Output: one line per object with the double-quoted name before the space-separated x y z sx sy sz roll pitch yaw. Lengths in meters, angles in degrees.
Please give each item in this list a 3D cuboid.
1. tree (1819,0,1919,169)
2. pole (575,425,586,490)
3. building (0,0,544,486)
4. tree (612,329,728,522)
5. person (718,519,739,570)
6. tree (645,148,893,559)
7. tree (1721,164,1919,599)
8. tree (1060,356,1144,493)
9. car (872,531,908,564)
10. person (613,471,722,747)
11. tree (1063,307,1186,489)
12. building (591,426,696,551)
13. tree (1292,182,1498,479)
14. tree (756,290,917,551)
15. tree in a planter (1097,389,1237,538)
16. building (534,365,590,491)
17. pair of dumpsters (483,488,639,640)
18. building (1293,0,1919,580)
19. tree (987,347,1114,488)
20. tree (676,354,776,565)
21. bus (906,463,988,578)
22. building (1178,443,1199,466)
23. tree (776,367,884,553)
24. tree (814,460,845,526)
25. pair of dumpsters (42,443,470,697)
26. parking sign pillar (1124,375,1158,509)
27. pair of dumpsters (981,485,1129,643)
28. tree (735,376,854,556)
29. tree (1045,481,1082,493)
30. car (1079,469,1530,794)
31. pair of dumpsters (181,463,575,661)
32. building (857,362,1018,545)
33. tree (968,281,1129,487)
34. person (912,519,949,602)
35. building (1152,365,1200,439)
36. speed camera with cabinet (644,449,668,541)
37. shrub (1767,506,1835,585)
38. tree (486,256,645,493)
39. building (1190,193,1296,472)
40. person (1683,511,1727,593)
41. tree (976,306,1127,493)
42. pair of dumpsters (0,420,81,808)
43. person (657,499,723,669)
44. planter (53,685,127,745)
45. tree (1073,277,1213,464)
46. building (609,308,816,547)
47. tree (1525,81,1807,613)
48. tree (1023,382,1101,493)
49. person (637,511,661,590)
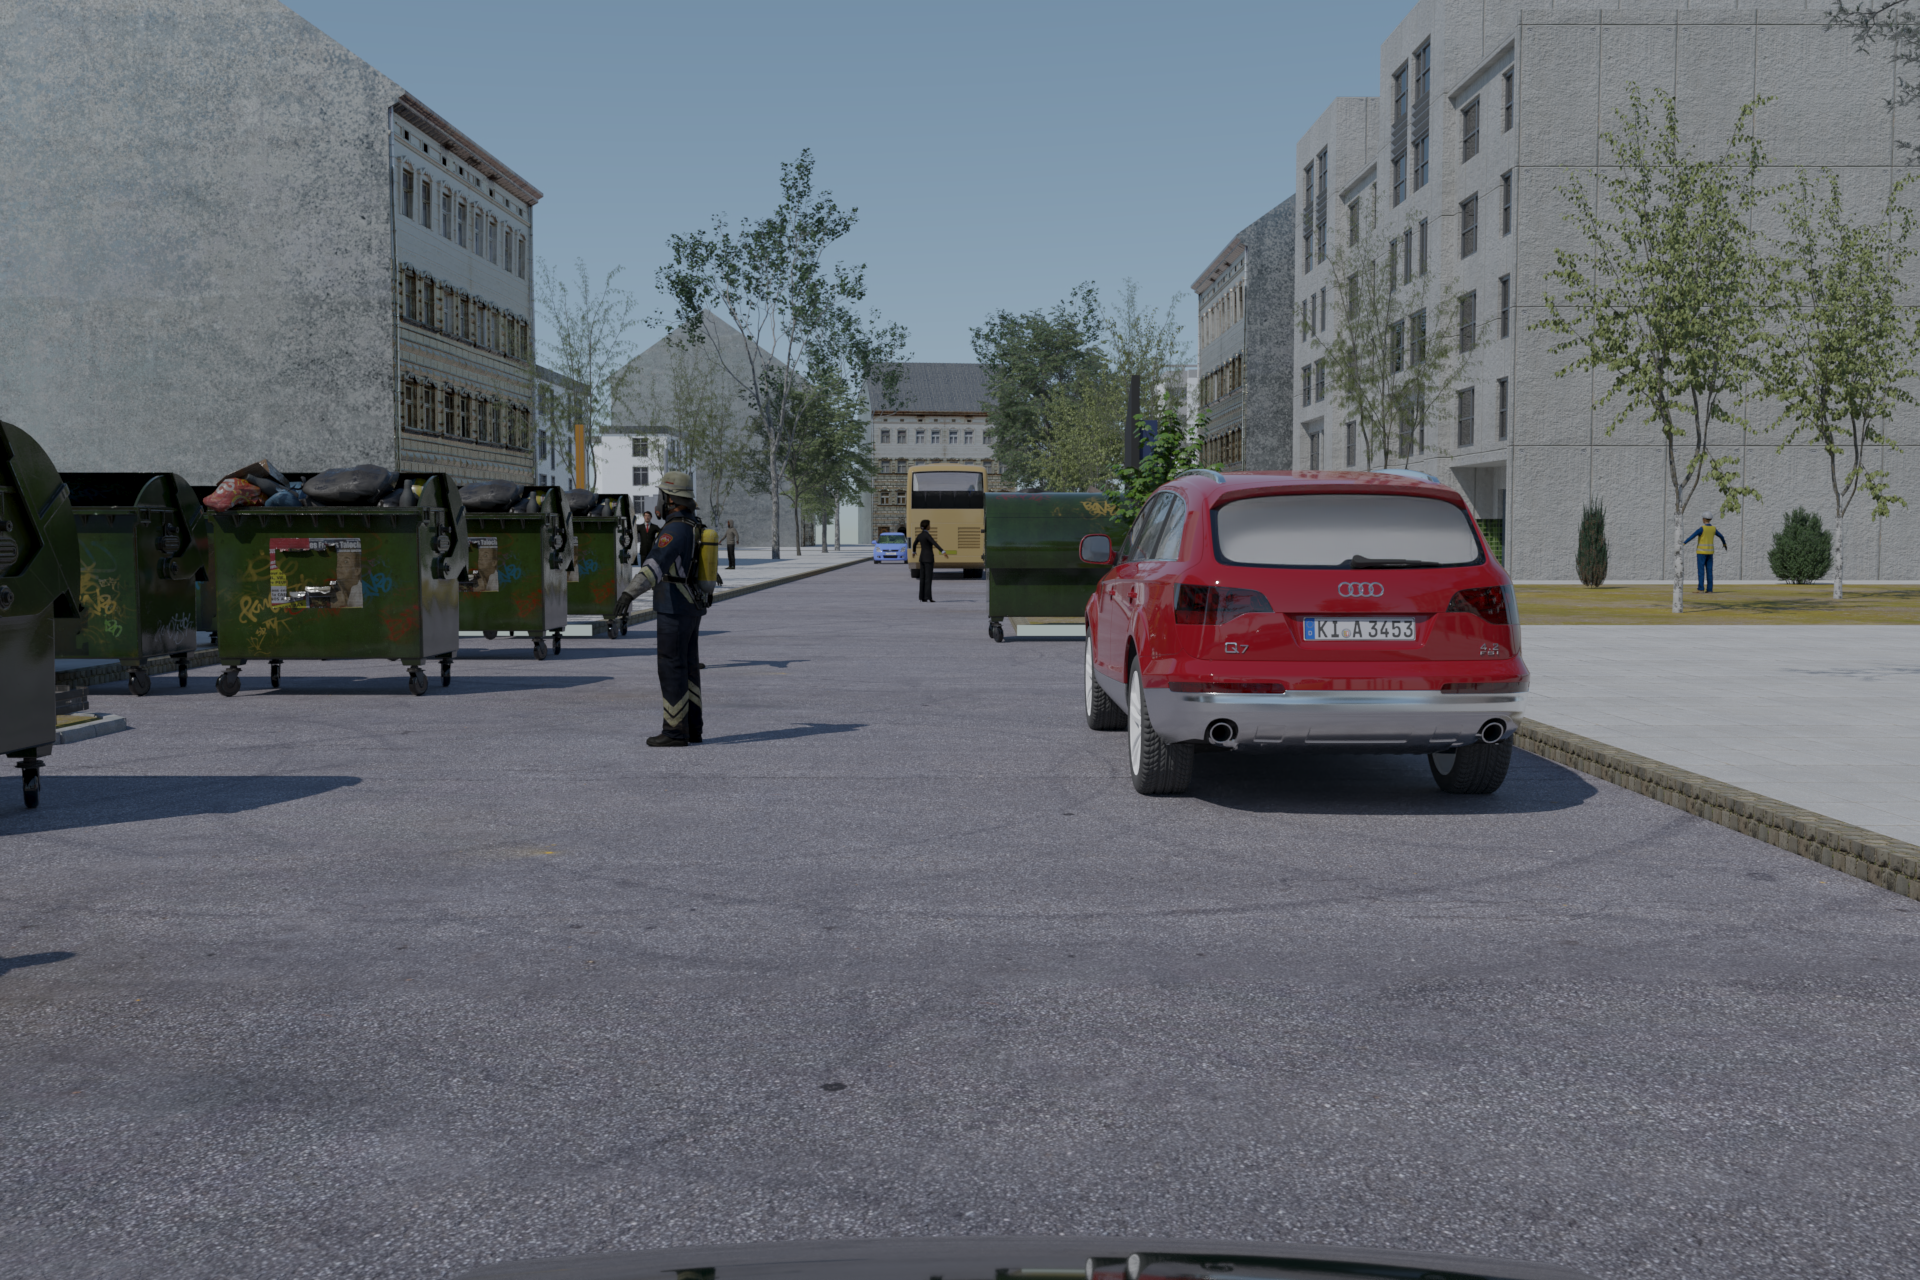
"tree" 8.436 -6.076 9.705 12.009 13.543 11.850 0 3 0
"pole" -7.087 -2.359 32.413 0.158 3.312 0.155 0 3 0
"building" -28.429 -14.523 68.387 19.493 23.208 18.063 0 4 1
"tree" -9.881 -6.821 61.880 4.360 8.622 3.978 0 3 0
"person" -8.298 -3.451 62.546 0.705 1.813 1.348 -3 4 -38
"tree" -9.490 -14.138 87.047 12.611 20.169 13.585 0 3 0
"tree" 17.198 -5.112 33.938 4.737 8.622 4.395 0 3 0
"tree" 5.729 -7.461 72.355 4.360 8.622 3.978 0 3 0
"car" -3.279 -4.547 83.940 1.945 1.707 3.694 0 4 0
"person" -1.939 -0.217 11.778 0.705 1.856 1.354 1 4 17
"tree" 5.535 -6.507 56.758 4.737 8.622 4.395 0 3 0
"building" -27.009 -12.621 148.498 9.099 9.664 28.070 0 4 1
"tree" 8.882 -5.286 36.793 4.360 8.622 3.978 0 3 0
"tree" -9.225 -16.850 131.388 12.611 20.169 13.585 0 3 0
"tree in a planter" 2.603 -1.479 21.412 1.991 3.239 1.994 0 4 0
"building" -25.450 -9.556 98.387 9.099 9.664 28.070 0 3 0
"pair of dumpsters" -6.757 -1.158 23.889 4.436 2.255 1.574 0 4 0
"building" 23.563 -12.028 63.119 16.747 18.905 31.486 0 3 0
"tree" 6.180 -12.347 112.244 12.009 13.543 11.850 0 3 0
"tree" -10.255 -7.391 71.203 4.360 8.622 3.978 0 3 0
"bus" -0.485 -4.143 59.287 2.896 3.916 12.252 0 4 -1
"building" 23.138 -13.307 159.723 9.099 9.664 28.070 0 4 0
"tree" -9.052 -12.173 117.150 7.486 12.596 7.792 0 3 0
"tree" -19.127 -19.208 220.711 9.857 13.997 8.962 0 3 0
"pair of dumpsters" -6.831 -0.655 15.664 4.436 2.255 1.574 0 3 0
"parking sign pillar" 3.110 -2.542 30.040 1.447 3.967 1.447 0 4 0
"pair of dumpsters" 2.496 -1.127 23.379 4.436 2.255 1.574 0 4 -1
"tree" -9.863 -10.255 102.075 7.601 10.594 8.767 -1 4 -10
"tree" 13.703 -17.750 215.972 9.928 11.665 9.643 0 3 0
"car" 1.952 -0.147 11.078 2.281 1.827 5.304 0 4 0
"pair of dumpsters" -6.792 -0.918 19.968 4.436 2.255 1.574 0 4 0
"building" -3.204 -23.686 220.655 18.063 23.208 19.493 -1 4 -8
"tree" 7.303 -16.706 129.033 12.611 20.169 13.585 0 3 0
"person" -0.646 -1.664 36.381 0.721 1.740 1.216 -3 4 -37
"building" 26.007 -20.381 189.652 16.016 20.090 11.380 0 4 0
"speed camera with cabinet" -6.997 -2.850 40.930 0.660 3.252 2.038 0 4 1
"shrub" 21.404 -2.426 44.085 1.690 2.028 1.600 0 3 0
"tree" -9.632 -5.818 45.482 4.360 8.622 3.978 0 3 0
"building" 23.734 -16.252 96.654 19.493 23.208 18.063 0 4 0
"person" 16.115 -1.901 37.550 1.216 1.772 0.721 -1 4 -14
"tree" 5.689 -11.620 96.640 9.857 13.997 8.962 0 3 0
"pair of dumpsters" -6.862 -0.216 8.480 4.436 2.255 1.574 0 4 1
"person" -2.916 -0.623 18.412 0.705 1.858 1.354 -2 4 -34
"planter" -7.101 0.547 12.204 1.991 0.319 1.994 0 4 0
"tree" 5.447 -6.076 49.713 4.360 8.622 3.978 0 3 0
"building" -24.845 -21.225 177.959 19.493 23.208 18.063 0 4 -1
"tree" 11.515 -4.738 27.824 4.737 8.622 4.395 0 3 0
"tree" 5.167 -8.101 82.821 4.737 8.622 4.395 0 3 0
"person" -7.103 -2.032 39.416 1.347 1.806 0.705 0 4 -5
